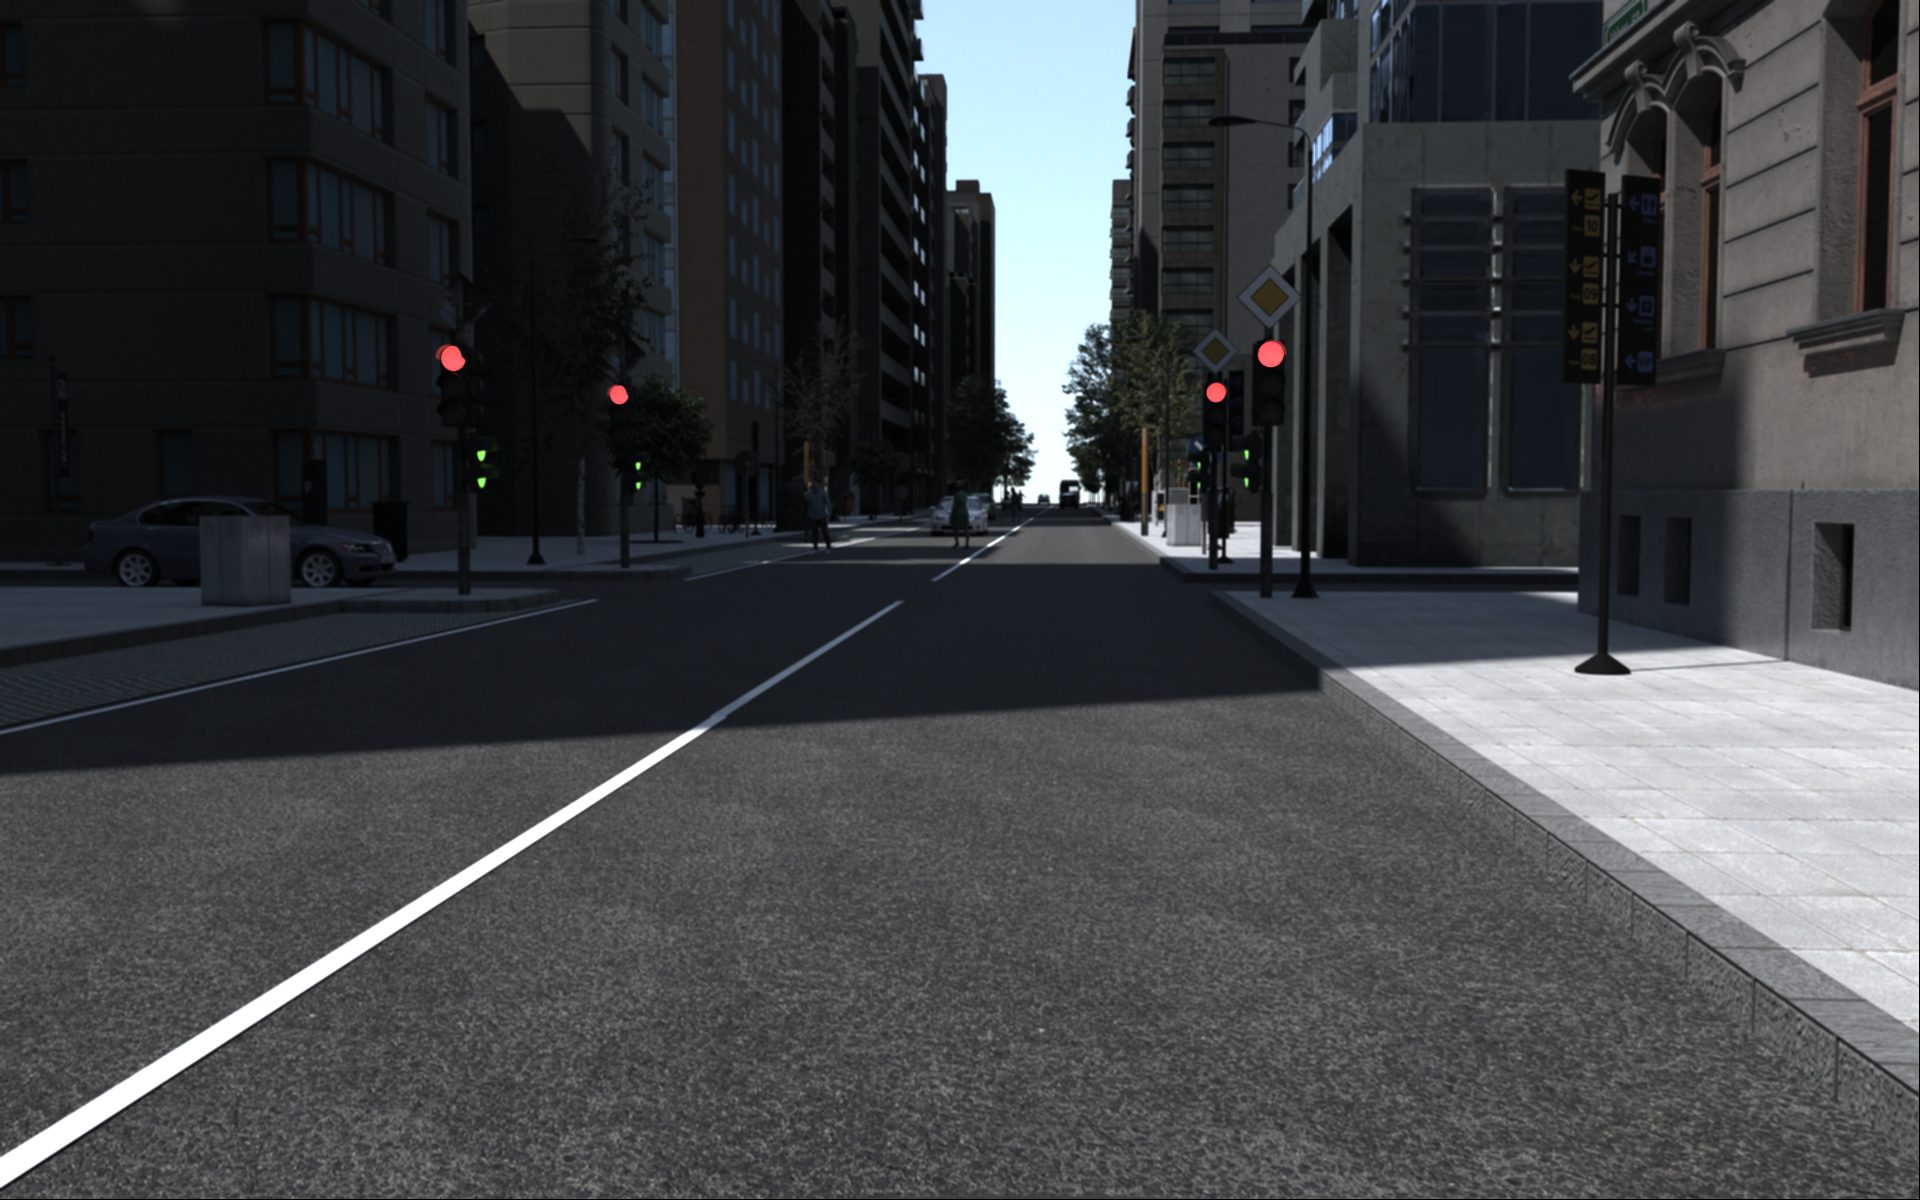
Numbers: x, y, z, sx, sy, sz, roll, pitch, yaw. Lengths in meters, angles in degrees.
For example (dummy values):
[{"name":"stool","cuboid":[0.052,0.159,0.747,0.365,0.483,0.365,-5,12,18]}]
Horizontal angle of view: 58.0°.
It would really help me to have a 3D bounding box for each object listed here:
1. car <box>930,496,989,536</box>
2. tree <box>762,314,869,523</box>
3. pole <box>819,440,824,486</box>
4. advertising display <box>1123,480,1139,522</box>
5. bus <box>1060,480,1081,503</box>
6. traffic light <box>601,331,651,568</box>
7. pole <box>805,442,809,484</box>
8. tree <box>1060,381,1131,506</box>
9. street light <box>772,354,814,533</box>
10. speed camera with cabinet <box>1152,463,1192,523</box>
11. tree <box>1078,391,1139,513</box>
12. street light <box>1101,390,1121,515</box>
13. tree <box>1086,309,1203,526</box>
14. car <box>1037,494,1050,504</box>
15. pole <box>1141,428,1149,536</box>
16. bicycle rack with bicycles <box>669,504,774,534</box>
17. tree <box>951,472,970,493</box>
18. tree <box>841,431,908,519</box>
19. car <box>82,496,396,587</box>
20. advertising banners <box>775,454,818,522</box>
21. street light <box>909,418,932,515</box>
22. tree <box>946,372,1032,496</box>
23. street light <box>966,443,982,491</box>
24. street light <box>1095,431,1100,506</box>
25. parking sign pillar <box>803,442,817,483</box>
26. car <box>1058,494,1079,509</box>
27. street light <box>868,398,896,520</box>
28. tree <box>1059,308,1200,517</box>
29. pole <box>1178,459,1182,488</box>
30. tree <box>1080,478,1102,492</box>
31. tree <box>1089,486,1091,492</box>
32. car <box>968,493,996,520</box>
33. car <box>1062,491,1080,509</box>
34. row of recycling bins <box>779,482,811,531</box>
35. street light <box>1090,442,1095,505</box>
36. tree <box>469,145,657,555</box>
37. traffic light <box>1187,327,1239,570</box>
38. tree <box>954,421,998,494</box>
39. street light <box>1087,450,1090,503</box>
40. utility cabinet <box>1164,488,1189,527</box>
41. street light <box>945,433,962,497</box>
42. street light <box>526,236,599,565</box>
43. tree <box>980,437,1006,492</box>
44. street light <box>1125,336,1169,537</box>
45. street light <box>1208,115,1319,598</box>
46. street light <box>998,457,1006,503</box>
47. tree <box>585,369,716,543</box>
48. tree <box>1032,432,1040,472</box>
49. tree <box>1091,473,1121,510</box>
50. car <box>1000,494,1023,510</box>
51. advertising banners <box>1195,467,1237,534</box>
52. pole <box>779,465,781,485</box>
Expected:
[{"name":"car","cuboid":[0.006,-2.968,60.886,2.083,1.381,4.827,0,4,3]},{"name":"tree","cuboid":[-5.677,-7.370,70.861,4.360,8.622,3.978,0,3,0]},{"name":"pole","cuboid":[-5.209,-4.362,65.168,0.158,3.312,0.155,0,3,0]},{"name":"advertising display","cuboid":[7.974,-4.620,80.751,0.974,1.923,0.123,-3,5,-42]},{"name":"bus","cuboid":[14.571,-14.334,229.221,2.948,3.499,13.247,0,4,4]},{"name":"traffic light","cuboid":[-5.802,-2.511,29.976,0.839,4.253,0.868,0,4,4]},{"name":"pole","cuboid":[-5.940,-4.491,67.263,0.158,3.312,0.155,0,3,0]},{"name":"tree","cuboid":[15.997,-17.305,189.583,9.857,13.997,8.962,0,3,0]},{"name":"street light","cuboid":[-5.536,-5.195,57.480,1.470,5.913,1.316,0,4,4]},{"name":"speed camera with cabinet","cuboid":[9.563,-5.052,76.940,2.038,3.252,0.660,1,4,11]},{"name":"tree","cuboid":[10.028,-10.029,114.331,4.360,8.622,3.978,0,3,0]},{"name":"street light","cuboid":[7.159,-6.431,77.687,1.470,5.913,1.316,0,4,4]},{"name":"tree","cuboid":[7.776,-7.225,68.493,4.737,8.622,4.395,0,3,0]},{"name":"car","cuboid":[12.119,-14.714,250.169,1.945,1.707,3.694,0,4,5]},{"name":"pole","cuboid":[5.679,-3.628,53.155,0.158,3.312,0.155,0,3,0]},{"name":"bicycle rack with bicycles","cuboid":[-8.016,-2.673,57.086,2.852,0.926,2.925,1,4,18]},{"name":"tree","cuboid":[-0.142,-9.726,153.619,1.663,3.219,1.824,0,3,0]},{"name":"tree","cuboid":[-4.444,-6.504,90.048,4.285,4.588,4.351,0,3,0]},{"name":"car","cuboid":[-10.923,-0.882,26.416,4.499,1.417,2.014,0,4,2]},{"name":"advertising banners","cuboid":[-7.175,-4.887,76.082,2.074,3.025,0.090,1,4,20]},{"name":"street light","cuboid":[-2.440,-8.185,106.366,1.470,5.913,1.316,0,4,4]},{"name":"tree","cuboid":[1.062,-16.721,180.051,9.857,13.997,8.962,0,3,0]},{"name":"street light","cuboid":[1.128,-11.409,159.071,1.470,5.913,1.316,0,4,4]},{"name":"street light","cuboid":[9.000,-8.047,104.104,1.470,5.913,1.316,0,4,4]},{"name":"parking sign pillar","cuboid":[-7.825,-6.214,90.076,1.447,3.967,1.447,-1,4,-18]},{"name":"car","cuboid":[10.514,-9.674,167.962,2.009,1.686,4.222,0,4,4]},{"name":"street light","cuboid":[-3.785,-6.829,84.192,1.470,5.913,1.316,0,4,4]},{"name":"tree","cuboid":[9.402,-10.376,95.400,9.928,11.665,9.643,0,3,0]},{"name":"pole","cuboid":[12.778,-6.537,100.721,0.158,3.312,0.155,0,3,0]},{"name":"tree","cuboid":[19.368,-16.645,255.851,4.285,4.588,4.351,0,3,0]},{"name":"tree","cuboid":[17.183,-13.876,221.469,1.663,3.219,1.824,0,3,0]},{"name":"car","cuboid":[1.010,-5.326,95.871,1.959,1.807,4.718,0,4,5]},{"name":"car","cuboid":[11.007,-9.964,172.501,1.945,1.707,3.694,0,4,4]},{"name":"row of recycling bins","cuboid":[-5.751,-3.299,61.053,1.069,1.692,3.534,0,4,4]},{"name":"street light","cuboid":[10.522,-9.486,127.644,1.470,5.913,1.316,0,4,4]},{"name":"tree","cuboid":[-8.201,-5.283,36.739,4.360,8.622,3.978,0,3,0]},{"name":"traffic light","cuboid":[4.290,-2.473,29.347,0.839,4.253,0.868,0,4,4]},{"name":"tree","cuboid":[1.469,-13.510,171.242,4.360,8.622,3.978,0,3,0]},{"name":"street light","cuboid":[12.165,-11.083,153.753,1.470,5.913,1.316,0,4,4]},{"name":"utility cabinet","cuboid":[8.279,-3.490,65.742,1.173,1.500,0.318,-3,4,-37]},{"name":"street light","cuboid":[-0.567,-9.804,132.837,1.470,5.913,1.316,0,4,4]},{"name":"street light","cuboid":[-7.193,-3.598,31.372,1.470,5.913,1.316,0,4,4]},{"name":"tree","cuboid":[3.279,-15.592,205.288,4.737,8.622,4.395,0,3,0]},{"name":"street light","cuboid":[5.585,-4.807,51.136,1.470,5.913,1.316,0,4,4]},{"name":"street light","cuboid":[3.745,-2.986,21.367,1.470,5.913,1.316,0,4,4]},{"name":"street light","cuboid":[4.707,-14.903,216.201,1.470,5.913,1.316,0,4,4]},{"name":"tree","cuboid":[-8.127,-3.794,45.738,4.285,4.588,4.351,0,3,0]},{"name":"tree","cuboid":[7.088,-21.888,264.528,9.857,13.997,8.962,0,3,0]},{"name":"tree","cuboid":[12.206,-9.033,142.283,1.663,3.219,1.824,0,3,0]},{"name":"car","cuboid":[4.592,-8.609,152.754,2.014,1.417,4.499,0,4,4]},{"name":"advertising banners","cuboid":[8.207,-3.653,55.921,2.074,3.025,0.090,-3,4,-38]},{"name":"pole","cuboid":[-8.914,-5.595,85.324,0.158,3.312,0.155,0,3,0]}]
